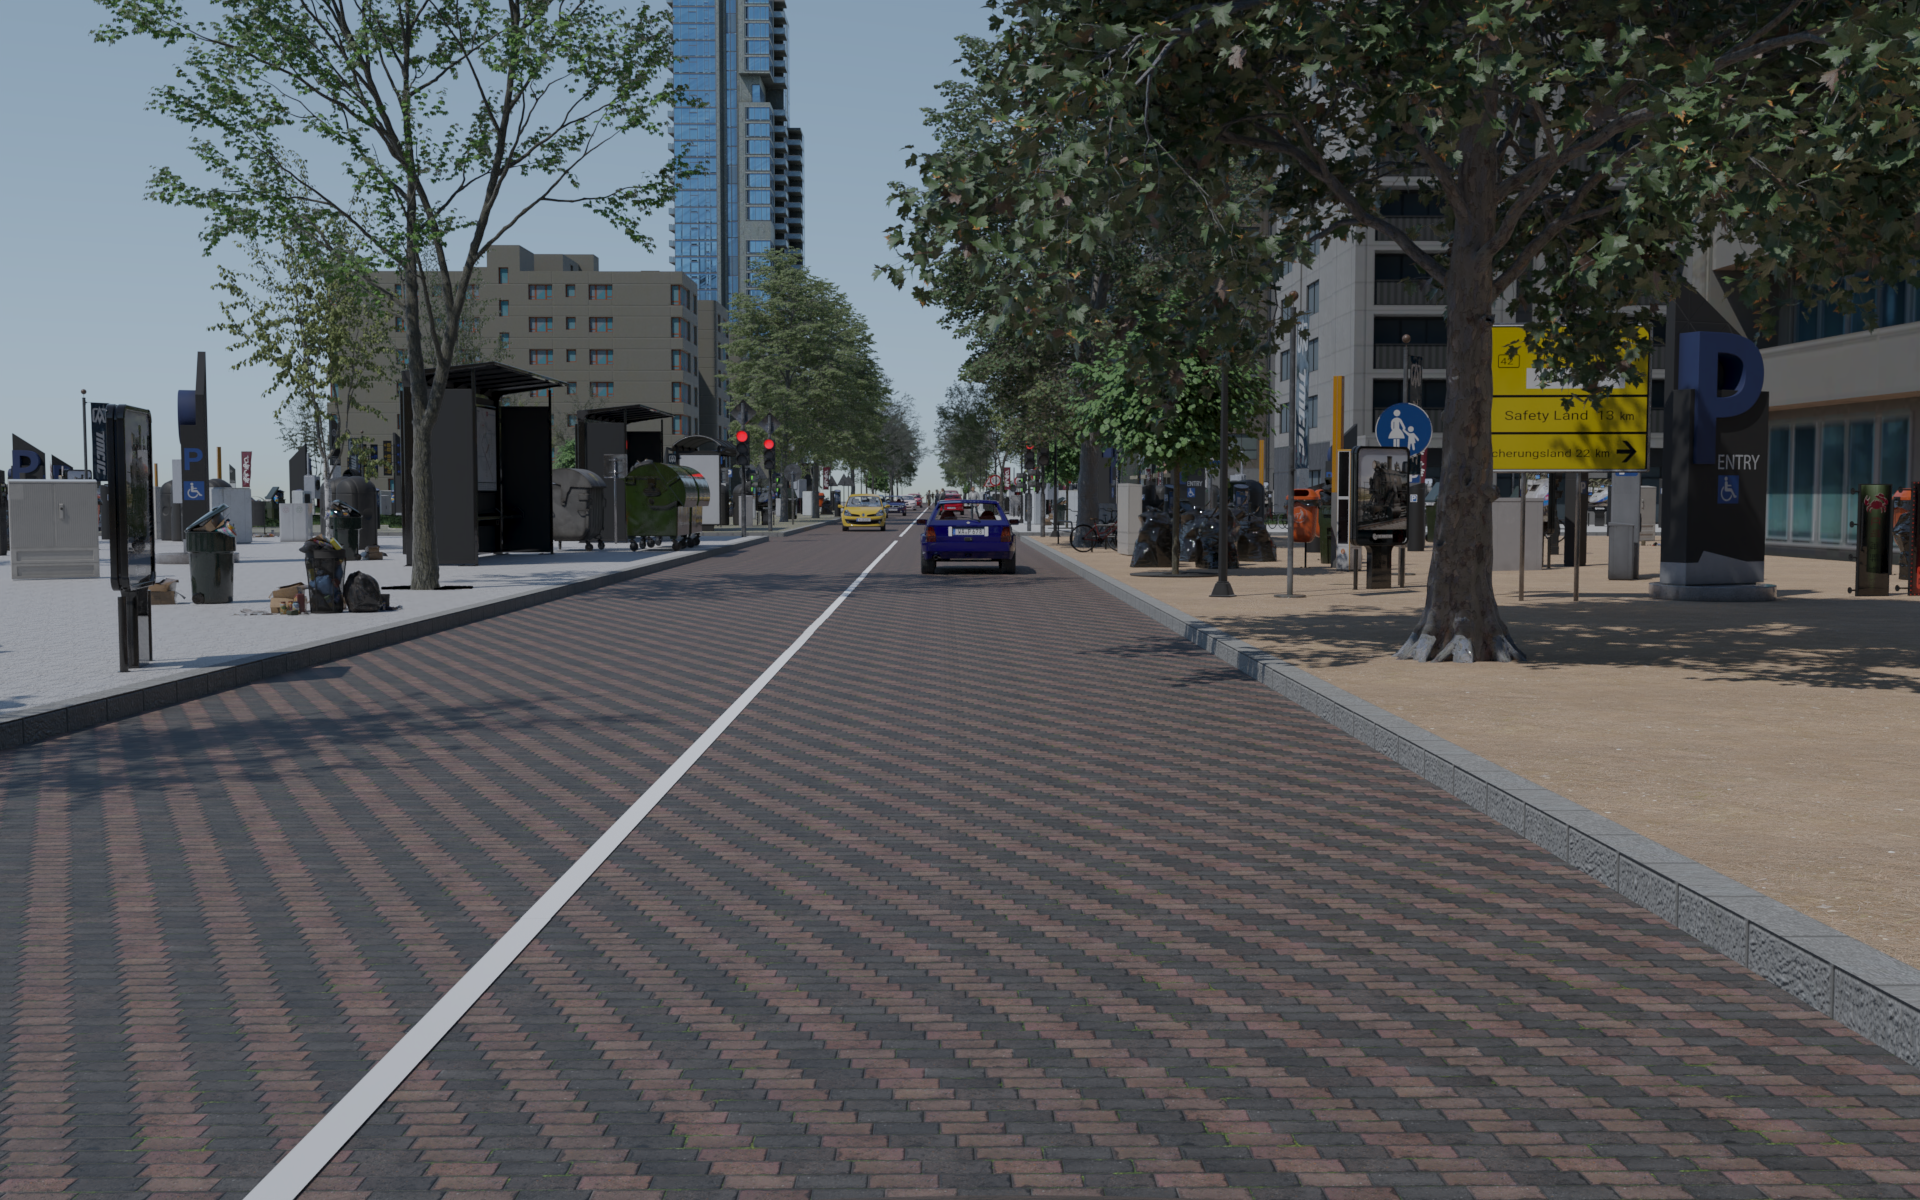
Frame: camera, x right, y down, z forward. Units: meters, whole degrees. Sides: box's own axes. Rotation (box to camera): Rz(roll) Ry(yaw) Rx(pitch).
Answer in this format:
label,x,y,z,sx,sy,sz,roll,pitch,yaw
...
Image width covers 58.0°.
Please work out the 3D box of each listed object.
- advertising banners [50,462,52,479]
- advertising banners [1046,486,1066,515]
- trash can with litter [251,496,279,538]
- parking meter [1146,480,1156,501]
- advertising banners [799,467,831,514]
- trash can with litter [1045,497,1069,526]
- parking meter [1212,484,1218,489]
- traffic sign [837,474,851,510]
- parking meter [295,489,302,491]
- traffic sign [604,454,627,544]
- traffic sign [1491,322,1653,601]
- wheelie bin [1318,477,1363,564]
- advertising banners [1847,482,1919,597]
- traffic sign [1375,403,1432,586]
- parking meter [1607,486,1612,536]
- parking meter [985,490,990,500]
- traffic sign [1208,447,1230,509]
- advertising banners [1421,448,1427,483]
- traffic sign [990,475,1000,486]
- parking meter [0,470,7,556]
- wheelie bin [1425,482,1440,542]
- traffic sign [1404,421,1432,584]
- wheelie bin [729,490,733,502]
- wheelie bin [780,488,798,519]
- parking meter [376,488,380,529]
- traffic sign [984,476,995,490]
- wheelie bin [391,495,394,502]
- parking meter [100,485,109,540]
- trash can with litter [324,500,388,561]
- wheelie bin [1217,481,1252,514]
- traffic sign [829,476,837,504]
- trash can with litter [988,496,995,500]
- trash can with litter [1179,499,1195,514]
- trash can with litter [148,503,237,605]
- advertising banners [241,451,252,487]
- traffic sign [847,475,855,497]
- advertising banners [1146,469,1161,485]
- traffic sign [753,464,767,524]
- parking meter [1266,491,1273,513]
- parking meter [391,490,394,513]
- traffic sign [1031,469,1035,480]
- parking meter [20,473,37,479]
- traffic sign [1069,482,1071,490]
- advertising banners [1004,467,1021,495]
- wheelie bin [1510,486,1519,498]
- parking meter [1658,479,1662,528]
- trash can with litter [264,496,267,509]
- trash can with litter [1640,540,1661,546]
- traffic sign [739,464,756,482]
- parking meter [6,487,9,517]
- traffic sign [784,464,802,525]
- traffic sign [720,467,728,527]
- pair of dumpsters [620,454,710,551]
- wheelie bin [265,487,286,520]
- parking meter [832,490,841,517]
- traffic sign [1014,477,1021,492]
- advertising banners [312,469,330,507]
label,x,y,z,sx,sy,sz,roll,pitch,yaw
advertising banners,-48.153,-5.839,91.657,0.090,3.025,2.074,-2,4,-30
advertising banners,5.883,-6.748,106.515,2.074,3.025,0.090,2,4,34
trash can with litter,-21.269,-2.467,51.393,2.233,1.210,1.678,0,4,-5
parking meter,8.133,-4.164,73.791,0.399,1.863,0.255,-2,4,-25
advertising banners,-9.287,-7.028,111.100,2.074,3.025,0.090,-1,4,-19
trash can with litter,3.850,-3.618,70.547,1.055,1.170,0.624,-1,4,-22
parking meter,14.800,-5.804,100.612,0.399,1.863,0.255,1,4,23
traffic sign,-7.283,-6.647,108.683,0.884,2.594,0.081,0,4,5
parking meter,-34.959,-5.083,91.516,0.372,1.533,0.369,0,3,0
traffic sign,-8.846,-2.590,44.475,0.606,2.300,0.079,0,4,4
traffic sign,7.057,-1.638,20.653,2.265,3.308,0.079,0,4,4
wheelie bin,6.996,-1.461,31.791,0.980,1.594,0.693,3,5,43
advertising banners,12.144,-1.563,21.743,2.074,3.025,0.090,-1,4,-10
traffic sign,6.190,-1.476,24.243,0.768,2.556,0.104,1,4,8
parking meter,19.822,-2.697,52.508,0.372,1.533,0.369,0,3,0
parking meter,1.848,-6.648,117.109,0.372,1.533,0.369,0,3,0
traffic sign,5.110,-2.157,35.366,0.768,2.556,0.104,0,4,6
advertising banners,11.018,-2.955,44.499,2.074,3.025,0.090,1,4,13
traffic sign,2.303,-6.885,112.673,0.768,2.556,0.104,0,4,0
parking meter,-20.043,-1.852,35.985,0.399,1.863,0.255,0,4,-3
wheelie bin,12.749,-2.327,45.952,0.693,1.594,0.980,-1,4,-12
traffic sign,6.341,-1.508,24.765,0.768,2.556,0.104,0,4,6
wheelie bin,-16.239,-6.851,119.914,0.980,1.594,0.693,-2,4,-29
wheelie bin,-8.702,-4.880,87.702,0.980,1.594,0.693,-3,5,-40
parking meter,-21.414,-3.361,63.355,0.372,1.533,0.369,0,3,0
traffic sign,2.116,-7.541,123.291,0.884,2.594,0.081,0,4,3
wheelie bin,-27.062,-4.657,84.043,0.980,1.594,0.693,-2,4,-30
parking meter,-23.973,-2.466,48.732,0.372,1.533,0.369,0,3,0
trash can with litter,-11.685,-1.353,33.517,0.624,1.170,1.055,3,5,43
wheelie bin,6.891,-2.182,43.576,0.980,1.594,0.693,3,5,43
traffic sign,-8.902,-7.358,120.314,0.884,2.594,0.081,0,4,4
trash can with litter,2.245,-6.009,109.638,1.055,1.170,0.624,3,5,43
trash can with litter,11.014,-4.515,85.208,0.624,1.170,1.055,3,5,40
trash can with litter,-8.987,-0.538,20.186,1.055,1.170,0.624,-1,4,-21
advertising banners,-29.791,-4.565,70.820,2.074,3.025,0.090,1,4,16
traffic sign,-7.506,-7.129,116.564,0.884,2.594,0.081,0,4,0
advertising banners,13.872,-7.797,123.675,0.090,3.025,2.074,-2,4,-24
traffic sign,-8.650,-4.555,74.482,0.884,2.594,0.081,0,3,0
parking meter,18.025,-5.651,100.798,0.372,1.533,0.369,0,3,0
parking meter,-30.837,-5.266,94.511,0.372,1.533,0.369,0,3,0
traffic sign,3.669,-4.920,80.541,0.768,2.556,0.104,0,4,3
parking meter,-25.568,-2.562,47.596,0.255,1.863,0.399,2,4,26
traffic sign,5.305,-5.098,83.451,0.768,2.556,0.104,0,4,4
advertising banners,3.779,-7.079,111.927,2.074,3.025,0.090,0,4,6
wheelie bin,32.510,-5.658,100.411,0.980,1.594,0.693,-3,4,-37
parking meter,26.752,-3.671,65.729,0.255,1.863,0.399,-2,4,-33
trash can with litter,-40.096,-5.488,101.111,1.055,1.170,0.624,1,4,23
trash can with litter,17.600,-1.940,42.775,2.233,1.210,1.678,2,4,24
traffic sign,-8.885,-4.435,72.614,0.768,2.556,0.104,1,4,9
parking meter,-27.726,-2.570,50.427,0.372,1.533,0.369,0,3,0
traffic sign,-7.005,-4.429,72.528,0.768,2.556,0.104,0,4,6
traffic sign,-9.189,-3.937,66.493,0.606,2.300,0.079,0,4,5
pair of dumpsters,-6.907,-2.336,40.685,1.574,2.255,4.437,0,4,-1
wheelie bin,-28.724,-3.964,72.716,0.693,1.594,0.980,-3,5,-45
parking meter,-6.886,-5.449,97.495,0.372,1.533,0.369,0,3,0
traffic sign,4.124,-7.321,119.806,0.768,2.556,0.104,0,4,4
advertising banners,-44.737,-7.630,120.932,2.074,3.025,0.090,-3,5,-44
